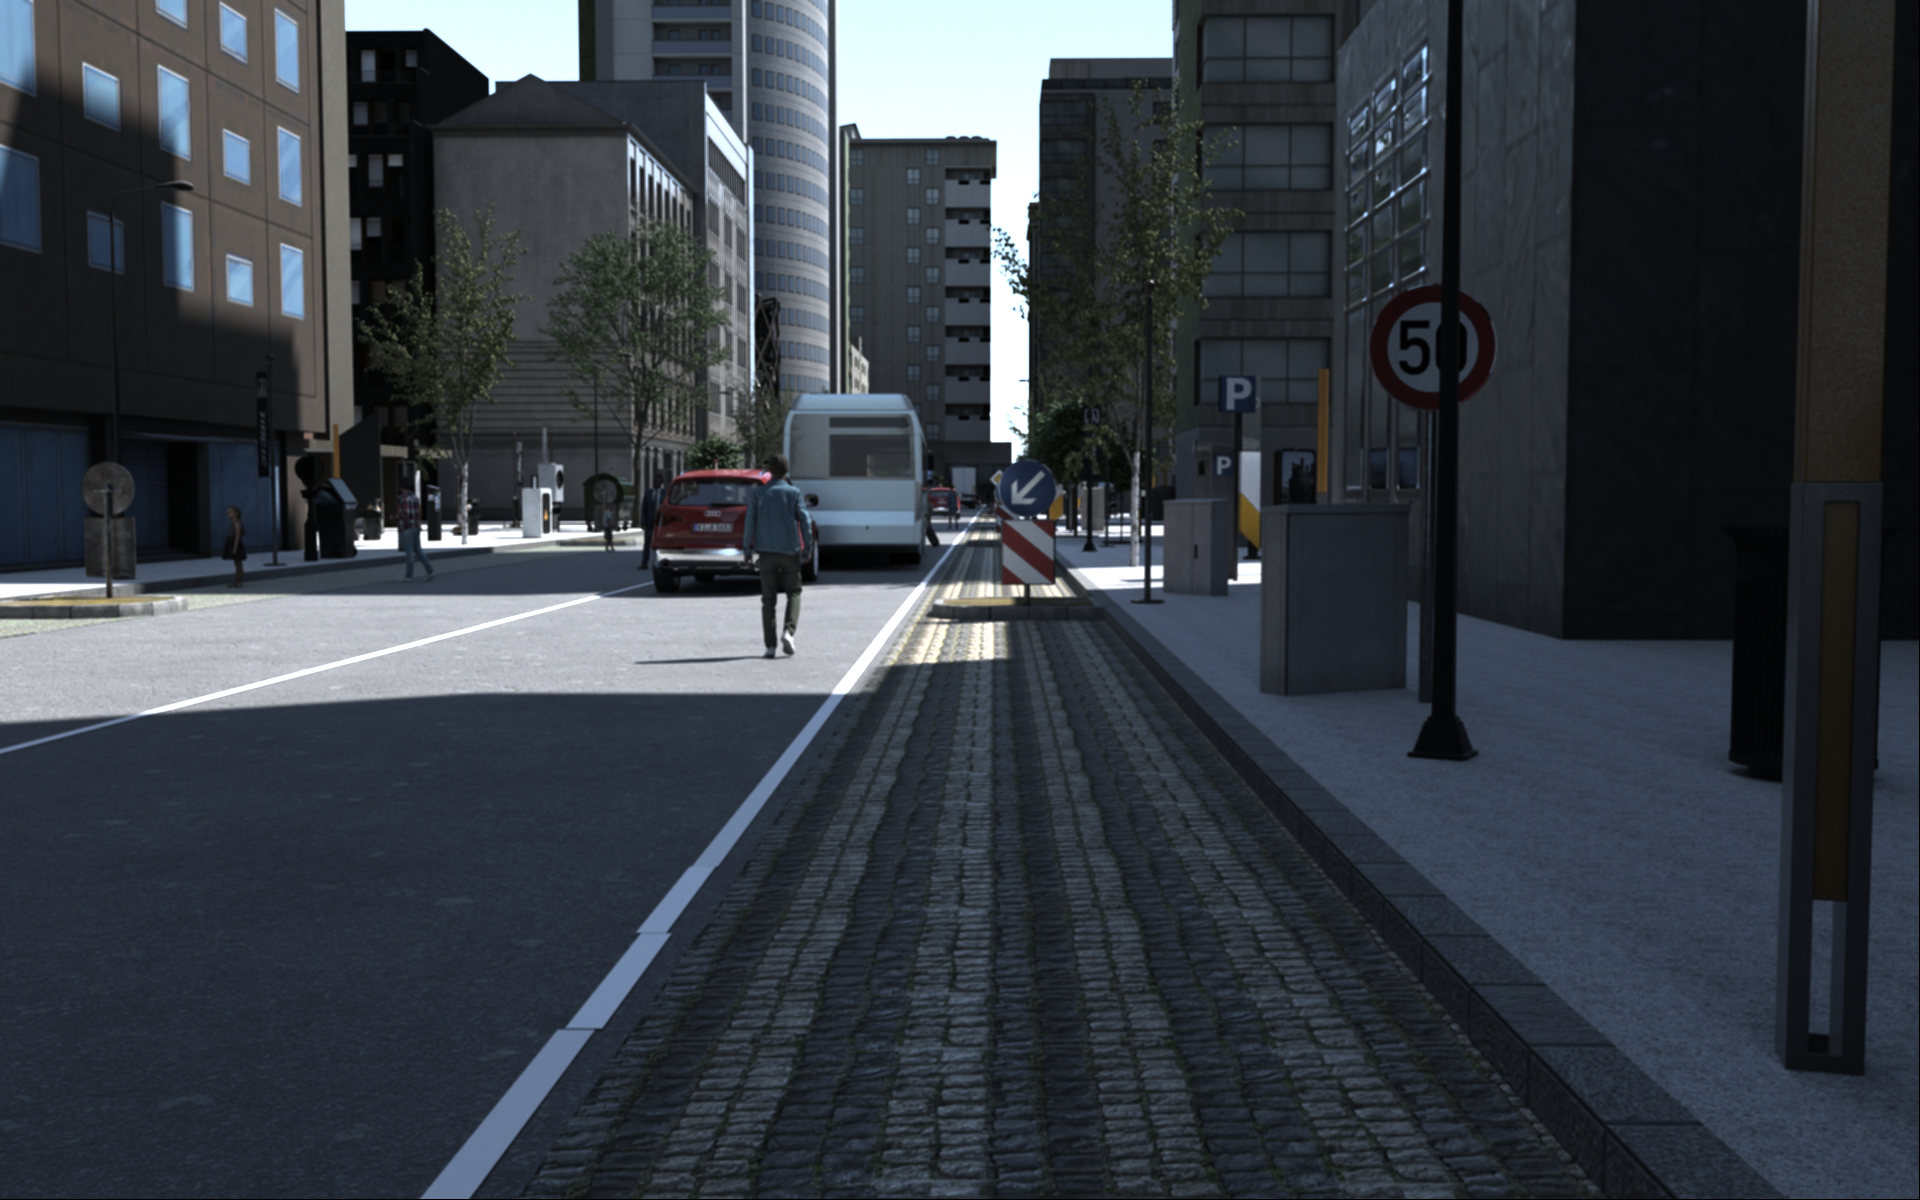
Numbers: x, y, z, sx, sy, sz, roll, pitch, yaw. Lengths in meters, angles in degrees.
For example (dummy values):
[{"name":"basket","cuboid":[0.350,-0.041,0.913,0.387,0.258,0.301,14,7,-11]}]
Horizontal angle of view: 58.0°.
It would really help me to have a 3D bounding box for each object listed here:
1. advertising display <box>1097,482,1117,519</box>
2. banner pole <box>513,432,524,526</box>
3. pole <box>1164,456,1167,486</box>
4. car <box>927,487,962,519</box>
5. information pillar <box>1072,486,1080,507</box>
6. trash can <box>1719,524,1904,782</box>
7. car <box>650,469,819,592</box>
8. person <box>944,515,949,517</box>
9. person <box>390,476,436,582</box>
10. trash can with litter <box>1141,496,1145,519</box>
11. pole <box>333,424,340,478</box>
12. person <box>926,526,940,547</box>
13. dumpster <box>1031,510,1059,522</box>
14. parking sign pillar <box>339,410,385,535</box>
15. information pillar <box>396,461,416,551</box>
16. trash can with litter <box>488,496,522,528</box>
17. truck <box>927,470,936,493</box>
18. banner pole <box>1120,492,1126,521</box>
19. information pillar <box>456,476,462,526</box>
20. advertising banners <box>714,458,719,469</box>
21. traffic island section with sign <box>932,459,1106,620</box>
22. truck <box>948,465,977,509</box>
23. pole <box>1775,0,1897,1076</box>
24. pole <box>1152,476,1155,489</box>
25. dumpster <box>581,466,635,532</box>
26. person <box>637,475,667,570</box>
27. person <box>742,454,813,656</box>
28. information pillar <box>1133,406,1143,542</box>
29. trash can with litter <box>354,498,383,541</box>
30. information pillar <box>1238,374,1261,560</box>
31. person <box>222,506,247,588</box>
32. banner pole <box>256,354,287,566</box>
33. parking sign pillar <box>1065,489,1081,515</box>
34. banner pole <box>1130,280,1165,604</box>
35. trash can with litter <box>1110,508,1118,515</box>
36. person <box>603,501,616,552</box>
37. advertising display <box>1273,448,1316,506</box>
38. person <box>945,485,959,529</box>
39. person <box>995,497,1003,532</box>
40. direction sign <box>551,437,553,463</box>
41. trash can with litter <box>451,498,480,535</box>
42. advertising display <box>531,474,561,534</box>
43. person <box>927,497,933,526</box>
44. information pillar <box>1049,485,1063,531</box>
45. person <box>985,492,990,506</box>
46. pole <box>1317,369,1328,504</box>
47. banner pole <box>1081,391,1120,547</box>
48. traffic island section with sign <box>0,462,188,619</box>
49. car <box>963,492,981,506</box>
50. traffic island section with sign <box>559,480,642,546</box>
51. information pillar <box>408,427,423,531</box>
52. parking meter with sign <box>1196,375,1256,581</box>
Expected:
[{"name":"advertising display","cuboid":[7.442,-5.046,87.709,0.974,1.923,0.123,0,4,7]},{"name":"banner pole","cuboid":[-17.941,-4.910,70.288,0.401,3.779,0.863,-3,5,-45]},{"name":"pole","cuboid":[11.011,-6.063,92.965,0.158,3.312,0.155,0,3,0]},{"name":"car","cuboid":[-1.016,-5.613,100.448,2.281,1.827,5.304,0,4,-1]},{"name":"information pillar","cuboid":[7.062,-6.977,105.430,0.504,3.616,0.183,1,4,21]},{"name":"trash can","cuboid":[3.828,0.233,7.841,0.748,1.137,0.748,0,3,0]},{"name":"car","cuboid":[-3.402,-1.111,26.846,2.281,1.827,5.304,0,4,1]},{"name":"person","cuboid":[-0.776,-6.022,107.162,0.606,1.804,0.583,-2,4,-28]},{"name":"person","cuboid":[-8.936,-1.157,28.247,0.643,1.720,0.563,0,4,8]},{"name":"trash can with litter","cuboid":[9.612,-4.842,90.556,0.624,1.170,1.055,1,4,21]},{"name":"pole","cuboid":[-18.249,-3.479,50.731,0.158,3.312,0.155,0,3,0]},{"name":"person","cuboid":[-1.286,-2.314,46.545,1.509,1.804,0.699,-1,4,-11]},{"name":"dumpster","cuboid":[3.905,-4.741,80.003,1.502,2.255,1.985,0,4,1]},{"name":"parking sign pillar","cuboid":[-19.179,-4.090,55.345,1.447,3.967,1.447,-1,4,-13]},{"name":"information pillar","cuboid":[-12.415,-2.102,38.859,0.304,2.012,0.304,3,5,40]},{"name":"trash can with litter","cuboid":[-16.729,-3.320,65.338,1.678,1.210,2.233,-2,4,-32]},{"name":"truck","cuboid":[-3.712,-11.577,179.036,2.967,4.110,18.799,0,4,1]},{"name":"banner pole","cuboid":[7.706,-5.699,83.194,0.401,3.779,0.863,-1,4,-20]},{"name":"information pillar","cuboid":[-20.301,-4.039,70.530,0.304,2.012,0.304,-2,4,-30]},{"name":"advertising banners","cuboid":[-12.110,-5.380,84.156,0.090,3.025,2.074,1,4,15]},{"name":"traffic island section with sign","cuboid":[0.676,-0.724,20.462,1.989,1.847,2.006,0,4,1]},{"name":"truck","cuboid":[0.299,-11.215,172.283,2.839,4.237,11.283,0,4,-1]},{"name":"pole","cuboid":[1.938,-0.610,3.811,0.158,3.312,0.155,0,3,0]},{"name":"pole","cuboid":[12.757,-7.369,114.325,0.158,3.312,0.155,0,3,0]},{"name":"dumpster","cuboid":[-12.066,-3.476,59.334,1.502,2.255,1.985,0,4,1]},{"name":"person","cuboid":[-5.822,-1.491,33.053,0.721,1.800,0.419,-1,4,-11]},{"name":"person","cuboid":[-1.602,-0.391,15.244,0.601,1.785,0.444,0,4,-2]},{"name":"information pillar","cuboid":[4.767,-3.376,46.545,0.183,3.616,0.504,-1,4,-14]},{"name":"trash can with litter","cuboid":[-16.522,-2.234,47.908,1.055,1.170,0.624,-1,4,-8]},{"name":"information pillar","cuboid":[5.676,-2.600,33.865,0.504,3.616,0.183,-2,4,-29]},{"name":"person","cuboid":[-11.084,-0.811,26.432,0.373,1.253,0.362,-2,4,-33]},{"name":"banner pole","cuboid":[-12.458,-2.516,31.154,0.401,3.779,0.863,-3,5,-44]},{"name":"parking sign pillar","cuboid":[6.980,-7.250,107.002,1.447,3.967,1.447,-2,4,-24]},{"name":"banner pole","cuboid":[2.230,-1.869,20.581,0.401,3.779,0.863,0,4,4]},{"name":"trash can with litter","cuboid":[9.028,-5.731,104.752,1.678,1.210,2.233,1,4,11]},{"name":"person","cuboid":[-8.641,-1.807,42.728,0.352,1.250,0.332,2,4,23]},{"name":"advertising display","cuboid":[4.756,-1.187,24.623,0.123,1.923,0.974,3,5,41]},{"name":"person","cuboid":[-0.317,-3.826,71.076,0.581,1.822,0.654,-1,4,-21]},{"name":"person","cuboid":[1.570,-3.429,65.565,0.512,1.701,0.522,0,4,1]},{"name":"direction sign","cuboid":[-16.143,-4.681,68.531,0.379,3.537,0.876,-1,4,-11]},{"name":"trash can with litter","cuboid":[-15.383,-2.589,53.713,1.055,1.170,0.624,2,4,32]},{"name":"advertising display","cuboid":[-14.056,-3.277,58.791,0.974,1.923,0.123,-2,4,-30]},{"name":"person","cuboid":[-1.258,-3.312,66.922,0.475,1.303,0.640,0,4,5]},{"name":"information pillar","cuboid":[3.333,-4.217,60.297,0.504,3.616,0.183,0,4,-6]},{"name":"person","cuboid":[3.169,-11.704,200.683,0.721,1.723,1.217,2,4,24]},{"name":"pole","cuboid":[5.919,-2.107,28.300,0.158,3.312,0.155,0,3,0]},{"name":"banner pole","cuboid":[3.360,-3.190,42.180,0.863,3.779,0.401,1,4,20]},{"name":"traffic island section with sign","cuboid":[-10.441,-0.737,20.686,1.989,1.847,2.006,0,4,1]},{"name":"car","cuboid":[1.450,-12.595,214.604,2.281,1.827,5.304,0,4,3]},{"name":"traffic island section with sign","cuboid":[-9.918,-2.415,48.111,1.989,1.847,2.006,0,4,1]},{"name":"information pillar","cuboid":[-19.014,-4.221,60.374,0.183,3.616,0.504,2,4,28]},{"name":"parking meter with sign","cuboid":[3.908,-1.838,26.307,0.543,3.016,1.738,-1,4,-11]}]
